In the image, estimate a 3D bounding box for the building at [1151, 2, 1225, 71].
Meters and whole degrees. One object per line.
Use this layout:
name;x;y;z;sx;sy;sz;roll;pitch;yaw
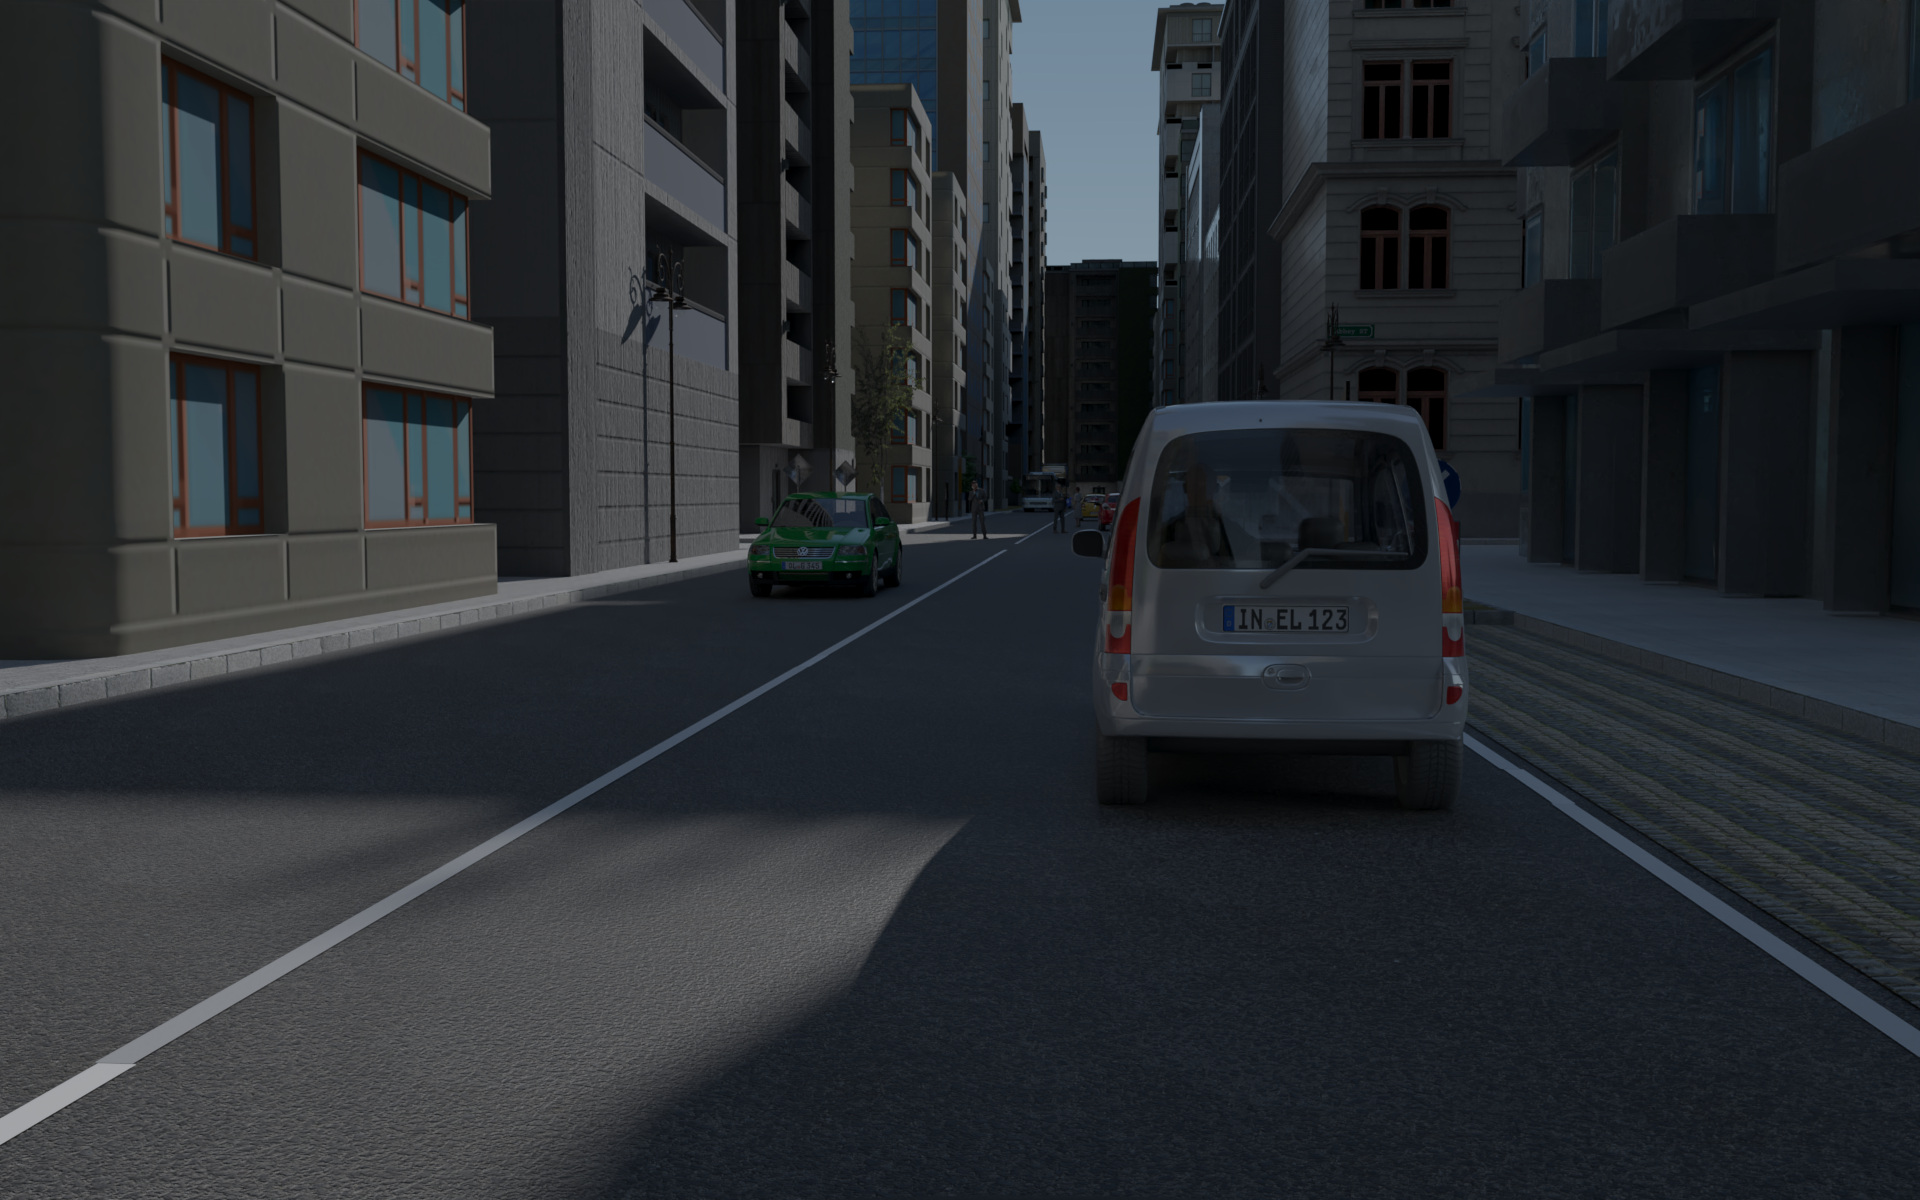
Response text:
building;35.069;-36.444;185.096;28.713;52.752;27.495;0;4;5

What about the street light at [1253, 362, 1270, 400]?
street light;10.528;-5.375;60.672;0.468;5.910;1.993;0;4;5

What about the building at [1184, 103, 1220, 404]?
building;21.402;-18.138;114.576;12.078;24.808;19.932;0;4;5

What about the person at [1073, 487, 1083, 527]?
person;5.057;-4.042;75.157;0.524;1.755;0.480;3;5;44

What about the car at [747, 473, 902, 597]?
car;-1.923;-1.022;25.500;1.959;1.807;4.718;0;4;5

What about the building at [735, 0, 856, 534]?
building;-11.528;-17.543;58.535;14.160;30.474;14.107;0;4;5

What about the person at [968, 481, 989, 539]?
person;0.596;-2.868;55.199;0.655;1.846;0.447;0;4;3

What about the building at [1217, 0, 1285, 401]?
building;18.979;-17.211;74.902;14.314;27.812;24.014;0;4;5

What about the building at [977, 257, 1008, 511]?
building;-10.671;-18.162;141.989;27.650;21.520;28.899;0;4;5

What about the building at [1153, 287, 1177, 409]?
building;31.883;-19.130;157.820;27.650;21.520;28.899;0;4;5

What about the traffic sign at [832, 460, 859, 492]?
traffic sign;-3.391;-2.916;51.314;0.795;2.450;0.064;0;4;5

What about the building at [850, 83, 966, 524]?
building;-14.626;-14.897;88.608;27.650;21.520;28.899;0;4;5

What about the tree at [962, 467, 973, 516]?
tree;-0.053;-6.677;103.765;1.663;3.219;1.824;0;3;0

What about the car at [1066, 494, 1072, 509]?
car;10.218;-9.963;172.490;1.945;1.707;3.694;0;4;6

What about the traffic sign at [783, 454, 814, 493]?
traffic sign;-4.045;-2.429;43.355;0.795;2.450;0.064;0;4;5

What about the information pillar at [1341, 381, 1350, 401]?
information pillar;7.998;-2.732;36.022;0.183;3.616;0.504;0;4;-1

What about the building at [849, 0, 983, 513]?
building;-5.849;-28.541;116.757;14.600;45.320;14.200;0;4;5

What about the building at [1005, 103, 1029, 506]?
building;0.303;-33.347;195.337;14.200;45.320;14.600;0;4;5

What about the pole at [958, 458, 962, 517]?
pole;0.005;-6.305;96.937;0.158;3.312;0.155;0;3;0

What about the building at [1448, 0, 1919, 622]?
building;20.011;-24.540;20.833;23.786;49.044;30.456;0;4;5

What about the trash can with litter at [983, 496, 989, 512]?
trash can with litter;1.777;-6.962;125.212;0.624;1.170;1.055;0;4;6

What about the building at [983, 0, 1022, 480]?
building;-8.858;-35.467;169.126;28.713;52.752;27.495;0;4;5

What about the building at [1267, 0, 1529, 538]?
building;22.092;-16.371;55.064;23.554;28.519;14.401;0;4;5

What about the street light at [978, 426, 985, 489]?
street light;1.460;-8.731;115.542;0.468;5.910;1.993;0;4;5

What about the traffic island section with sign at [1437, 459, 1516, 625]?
traffic island section with sign;5.135;-0.685;19.836;1.989;1.847;2.006;0;4;5

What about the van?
van;1.583;-0.140;9.294;2.013;2.044;4.112;0;4;6

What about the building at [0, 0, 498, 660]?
building;-20.895;-9.987;8.331;27.650;21.520;28.899;0;4;5

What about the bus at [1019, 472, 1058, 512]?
bus;6.499;-8.878;140.021;2.948;3.499;13.247;0;4;4

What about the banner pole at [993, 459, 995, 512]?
banner pole;2.416;-8.096;122.389;0.401;3.779;0.863;0;4;-1

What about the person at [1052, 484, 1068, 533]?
person;3.690;-3.357;63.558;0.590;1.801;0.661;3;5;45

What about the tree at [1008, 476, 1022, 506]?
tree;6.296;-11.799;187.517;1.663;3.219;1.824;0;3;0

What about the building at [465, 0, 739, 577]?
building;-19.379;-30.130;34.622;28.212;58.520;21.231;0;4;5

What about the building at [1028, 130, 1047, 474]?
building;0.072;-36.546;221.229;21.600;48.544;21.300;0;4;5

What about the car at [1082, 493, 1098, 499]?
car;11.139;-8.236;143.699;2.155;1.783;4.494;0;4;4

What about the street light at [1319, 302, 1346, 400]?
street light;8.977;-4.225;41.867;0.468;5.910;1.993;0;4;5

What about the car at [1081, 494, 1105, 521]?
car;7.247;-5.058;92.917;2.015;1.641;3.980;0;4;4

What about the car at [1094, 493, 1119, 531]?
car;6.377;-3.629;68.375;2.155;1.783;4.494;0;4;3

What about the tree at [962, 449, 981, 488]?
tree;-0.276;-7.591;107.820;4.285;4.588;4.351;0;3;0

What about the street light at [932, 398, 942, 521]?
street light;-1.132;-6.758;83.278;0.468;5.910;1.993;0;4;5

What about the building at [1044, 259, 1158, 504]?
building;17.509;-27.173;215.987;14.107;30.474;14.160;0;4;5

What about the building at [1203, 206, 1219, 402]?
building;19.222;-14.766;96.176;10.420;20.320;16.860;0;4;5

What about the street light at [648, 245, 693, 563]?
street light;-5.384;-3.644;32.364;0.468;5.910;1.993;0;4;5

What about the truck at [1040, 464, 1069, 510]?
truck;8.796;-10.589;162.050;2.839;4.237;11.283;0;4;4

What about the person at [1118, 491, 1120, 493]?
person;14.485;-9.034;156.940;1.217;1.736;0.721;-2;4;-32

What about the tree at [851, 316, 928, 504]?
tree;-3.442;-7.383;71.070;4.360;8.622;3.978;0;3;0

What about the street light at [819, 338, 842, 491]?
street light;-3.836;-4.816;51.522;0.468;5.910;1.993;0;4;5

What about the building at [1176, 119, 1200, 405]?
building;24.070;-22.301;136.326;14.160;30.474;14.107;0;4;5

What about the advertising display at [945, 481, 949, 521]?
advertising display;-0.640;-4.788;83.490;0.123;1.923;0.974;0;4;-4
